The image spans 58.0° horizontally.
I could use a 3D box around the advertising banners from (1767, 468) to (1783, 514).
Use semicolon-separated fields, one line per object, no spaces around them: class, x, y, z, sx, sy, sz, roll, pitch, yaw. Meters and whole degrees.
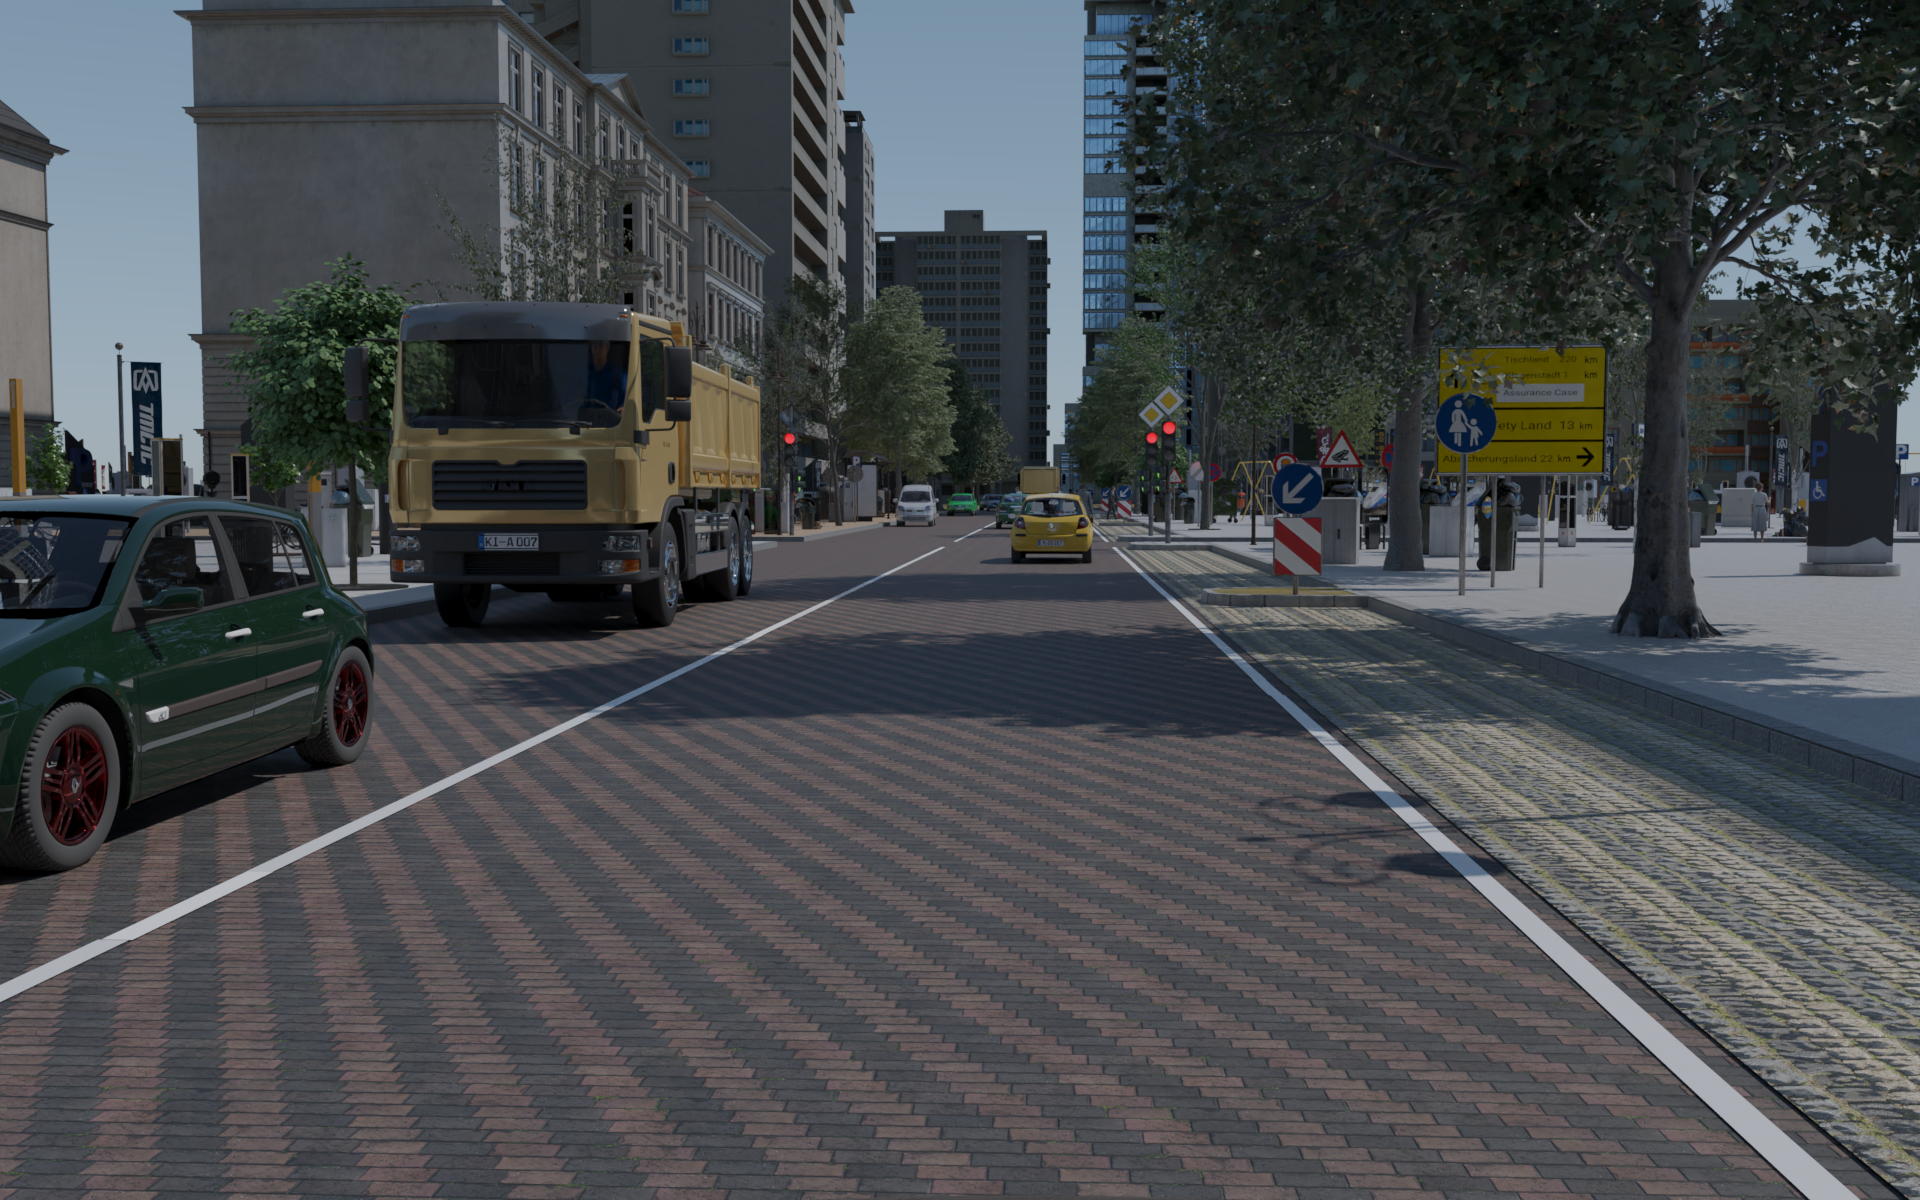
advertising banners;54.989;-7.473;118.377;2.074;3.025;0.090;0;4;-1

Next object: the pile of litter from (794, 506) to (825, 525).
pile of litter;-6.461;-3.633;73.366;1.719;0.858;1.176;-2;4;-28

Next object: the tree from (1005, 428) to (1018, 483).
tree;0.091;-15.628;172.523;9.611;12.733;9.660;0;3;0

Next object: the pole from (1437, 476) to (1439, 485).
pole;33.920;-7.896;122.943;0.158;3.312;0.155;0;3;0

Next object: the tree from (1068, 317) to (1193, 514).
tree;11.280;-11.841;111.724;7.486;12.596;7.792;0;3;0

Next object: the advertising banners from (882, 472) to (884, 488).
advertising banners;-5.056;-7.330;116.030;0.090;3.025;2.074;-1;4;-9

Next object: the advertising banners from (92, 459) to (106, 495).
advertising banners;-43.415;-5.626;88.178;0.090;3.025;2.074;3;4;37

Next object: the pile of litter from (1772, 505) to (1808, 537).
pile of litter;25.089;-2.330;52.064;1.176;0.858;1.719;-1;4;-13

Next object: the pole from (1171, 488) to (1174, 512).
pole;15.053;-7.882;122.714;0.158;3.312;0.155;0;3;0

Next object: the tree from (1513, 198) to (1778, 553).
tree;14.414;-5.314;37.246;4.360;8.622;3.978;0;3;0

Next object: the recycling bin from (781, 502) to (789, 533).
recycling bin;-5.915;-2.705;56.777;0.722;1.027;0.722;0;4;5

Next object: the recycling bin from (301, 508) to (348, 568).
recycling bin;-11.171;-1.095;30.460;0.722;1.027;0.722;-1;4;-16

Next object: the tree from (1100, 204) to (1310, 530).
tree;8.755;-8.297;61.407;9.928;11.665;9.643;0;3;0

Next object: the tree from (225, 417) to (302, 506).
tree;-14.299;-2.521;35.820;1.663;3.219;1.824;0;3;0

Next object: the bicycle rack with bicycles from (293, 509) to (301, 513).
bicycle rack with bicycles;-15.924;-1.653;40.417;2.925;0.926;2.852;-1;4;-10

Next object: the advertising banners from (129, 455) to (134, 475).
advertising banners;-36.763;-5.045;78.674;0.090;3.025;2.074;2;4;29

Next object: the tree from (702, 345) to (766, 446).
tree;-11.371;-8.278;85.710;4.737;8.622;4.395;0;3;0

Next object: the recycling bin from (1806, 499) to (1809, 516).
recycling bin;40.444;-4.245;81.956;0.722;1.027;0.722;2;4;29

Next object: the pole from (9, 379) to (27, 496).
pole;-16.678;-2.254;30.690;0.158;3.312;0.155;0;3;0

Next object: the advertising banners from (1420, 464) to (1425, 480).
advertising banners;27.729;-6.450;101.649;2.074;3.025;0.090;3;5;40

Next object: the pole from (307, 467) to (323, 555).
pole;-10.314;-2.068;27.651;0.158;3.312;0.155;0;3;0

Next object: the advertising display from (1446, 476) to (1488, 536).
advertising display;11.786;-2.145;40.279;0.974;1.923;0.123;-1;4;-11

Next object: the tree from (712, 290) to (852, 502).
tree;-6.435;-6.829;62.009;4.360;8.622;3.978;0;3;0

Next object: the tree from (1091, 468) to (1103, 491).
tree;14.298;-10.709;158.812;4.285;4.588;4.351;0;3;0

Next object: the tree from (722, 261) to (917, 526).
tree;-5.176;-8.270;69.629;7.601;10.594;8.767;2;4;26

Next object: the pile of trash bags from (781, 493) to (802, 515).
pile of trash bags;-9.346;-5.248;95.557;1.912;1.369;3.447;0;4;-3

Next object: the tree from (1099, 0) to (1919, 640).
tree;6.374;-6.013;15.318;9.611;12.733;9.660;0;3;0

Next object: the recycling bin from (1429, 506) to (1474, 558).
recycling bin;10.059;-1.399;35.421;0.722;1.027;0.722;2;4;33

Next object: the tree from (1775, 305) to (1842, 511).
tree;27.428;-6.485;56.400;4.360;8.622;3.978;0;3;0

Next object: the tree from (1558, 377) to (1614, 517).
tree;35.072;-9.004;97.577;4.737;8.622;4.395;0;3;0

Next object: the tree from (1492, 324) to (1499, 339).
tree;20.182;-7.015;65.056;4.360;8.622;3.978;0;3;0

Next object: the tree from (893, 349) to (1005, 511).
tree;-1.617;-13.310;134.633;9.611;12.733;9.660;0;3;0

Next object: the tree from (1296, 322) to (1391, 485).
tree;16.397;-7.493;72.880;4.737;8.622;4.395;0;3;0

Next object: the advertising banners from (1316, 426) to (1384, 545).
advertising banners;9.995;-2.956;44.521;0.090;3.025;2.074;-3;5;-44

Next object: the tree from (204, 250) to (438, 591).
tree;-8.330;-2.428;23.405;4.285;4.588;4.351;0;3;0

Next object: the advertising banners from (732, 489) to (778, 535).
advertising banners;-6.705;-3.590;54.885;2.074;3.025;0.090;0;4;5

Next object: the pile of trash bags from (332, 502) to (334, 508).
pile of trash bags;-41.792;-6.604;117.731;3.447;1.369;1.912;1;4;9

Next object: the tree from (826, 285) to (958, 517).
tree;-3.757;-10.800;94.706;7.486;12.596;7.792;0;3;0

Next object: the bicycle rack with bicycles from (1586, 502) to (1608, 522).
bicycle rack with bicycles;30.322;-4.095;80.337;2.852;0.926;2.925;1;4;17

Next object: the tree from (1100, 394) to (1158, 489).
tree;11.932;-10.327;119.208;4.737;8.622;4.395;0;3;0

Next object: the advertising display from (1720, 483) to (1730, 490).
advertising display;43.306;-5.681;98.098;0.123;1.923;0.974;0;4;-2

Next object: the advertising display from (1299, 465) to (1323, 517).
advertising display;7.899;-2.049;38.713;0.123;1.923;0.974;-2;4;-29

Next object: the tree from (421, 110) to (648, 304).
tree;-7.803;-5.040;32.772;4.360;8.622;3.978;0;3;0

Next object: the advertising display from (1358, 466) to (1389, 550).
advertising display;9.531;-2.126;39.975;0.974;1.923;0.123;-3;4;-38

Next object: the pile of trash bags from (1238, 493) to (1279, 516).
pile of trash bags;17.571;-5.746;103.693;1.912;1.369;3.447;3;5;39

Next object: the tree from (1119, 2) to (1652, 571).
tree;7.565;-7.463;28.683;9.857;13.997;8.962;0;3;0

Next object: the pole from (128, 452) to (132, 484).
pole;-39.877;-5.470;83.276;0.158;3.312;0.155;0;3;0

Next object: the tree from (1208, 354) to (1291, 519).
tree;14.987;-8.467;88.805;4.360;8.622;3.978;0;3;0

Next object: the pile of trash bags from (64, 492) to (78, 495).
pile of trash bags;-35.444;-3.539;67.609;3.447;1.369;1.912;2;4;33

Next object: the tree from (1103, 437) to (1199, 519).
tree;10.567;-6.457;89.279;4.285;4.588;4.351;0;3;0

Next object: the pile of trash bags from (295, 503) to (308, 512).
pile of trash bags;-43.406;-6.304;112.815;1.912;1.369;3.447;1;4;16

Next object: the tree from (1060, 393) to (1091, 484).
tree;16.330;-17.549;193.577;9.857;13.997;8.962;0;3;0

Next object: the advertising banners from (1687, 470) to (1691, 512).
advertising banners;51.741;-7.735;122.647;0.090;3.025;2.074;1;4;8

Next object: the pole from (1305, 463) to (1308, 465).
pole;22.840;-7.369;114.321;0.158;3.312;0.155;0;3;0

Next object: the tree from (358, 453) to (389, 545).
tree;-14.322;-3.000;43.654;1.663;3.219;1.824;0;3;0

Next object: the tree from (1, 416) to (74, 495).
tree;-22.419;-2.946;42.774;1.663;3.219;1.824;0;3;0

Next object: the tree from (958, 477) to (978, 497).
tree;1.375;-14.354;185.045;4.360;8.622;3.978;0;3;0
